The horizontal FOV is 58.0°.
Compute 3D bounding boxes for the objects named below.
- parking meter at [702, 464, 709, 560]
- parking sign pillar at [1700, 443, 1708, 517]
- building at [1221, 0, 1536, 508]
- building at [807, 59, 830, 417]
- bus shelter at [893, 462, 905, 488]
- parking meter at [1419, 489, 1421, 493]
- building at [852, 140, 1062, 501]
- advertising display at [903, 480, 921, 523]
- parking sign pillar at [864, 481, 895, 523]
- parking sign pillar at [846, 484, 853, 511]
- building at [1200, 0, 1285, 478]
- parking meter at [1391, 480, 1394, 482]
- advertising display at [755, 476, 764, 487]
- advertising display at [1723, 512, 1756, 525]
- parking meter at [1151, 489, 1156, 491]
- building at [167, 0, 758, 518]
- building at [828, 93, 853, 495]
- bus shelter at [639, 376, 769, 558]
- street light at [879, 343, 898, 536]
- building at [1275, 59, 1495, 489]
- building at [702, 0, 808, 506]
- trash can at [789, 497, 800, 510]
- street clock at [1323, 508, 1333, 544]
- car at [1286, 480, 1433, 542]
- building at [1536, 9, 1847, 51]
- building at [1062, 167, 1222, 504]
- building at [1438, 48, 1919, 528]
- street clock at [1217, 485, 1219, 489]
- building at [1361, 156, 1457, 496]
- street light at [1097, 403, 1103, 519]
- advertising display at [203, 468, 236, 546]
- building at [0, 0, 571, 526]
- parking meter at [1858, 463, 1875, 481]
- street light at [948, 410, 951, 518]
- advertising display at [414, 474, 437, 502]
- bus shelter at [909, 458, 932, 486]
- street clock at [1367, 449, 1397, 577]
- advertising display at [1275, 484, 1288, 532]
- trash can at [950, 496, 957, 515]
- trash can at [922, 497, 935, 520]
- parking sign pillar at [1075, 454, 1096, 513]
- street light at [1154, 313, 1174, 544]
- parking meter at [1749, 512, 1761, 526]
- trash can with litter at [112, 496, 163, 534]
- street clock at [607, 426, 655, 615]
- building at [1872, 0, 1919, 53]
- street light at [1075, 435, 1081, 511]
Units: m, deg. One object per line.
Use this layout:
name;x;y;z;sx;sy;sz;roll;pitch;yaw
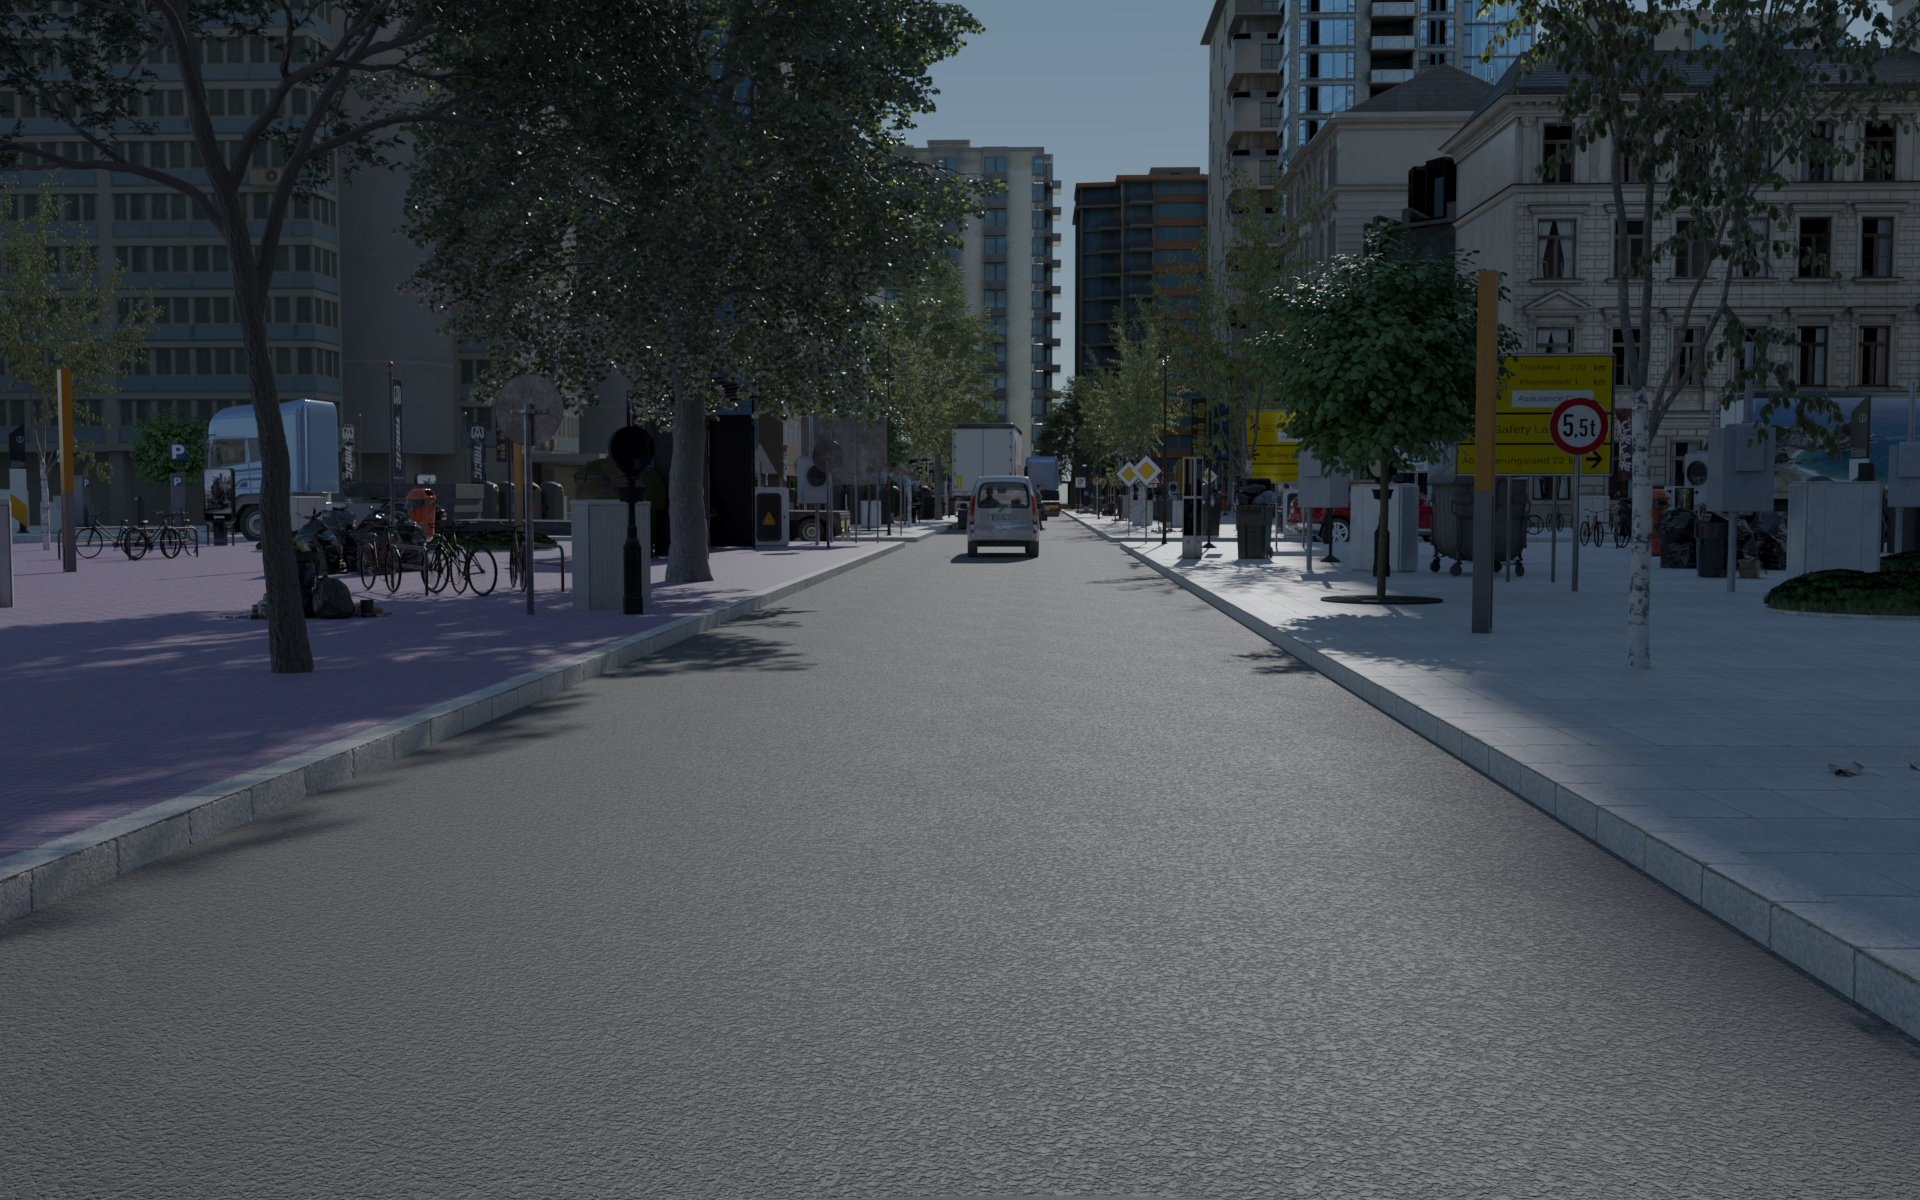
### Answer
parking meter;-5.126;-1.720;33.829;0.399;1.863;0.255;2;4;29
parking sign pillar;27.483;-4.553;62.910;1.447;3.967;1.447;-2;4;-32
building;35.018;-50.849;144.056;22.319;86.520;31.000;0;4;2
building;-19.037;-28.504;149.636;14.154;41.232;14.086;0;4;2
bus shelter;-4.263;-6.424;96.314;1.731;3.624;6.357;0;4;3
parking meter;19.738;-4.064;74.857;0.372;1.533;0.369;0;3;0
building;-1.518;-37.747;236.773;30.456;49.044;23.786;0;4;2
advertising display;-2.126;-4.380;76.830;0.974;1.923;0.123;-3;5;-41
parking sign pillar;-3.591;-5.346;75.873;1.447;3.967;1.447;1;4;14
parking sign pillar;-6.935;-7.595;112.656;1.447;3.967;1.447;-2;4;-27
building;39.666;-35.772;174.111;28.713;52.752;27.495;0;4;2
parking meter;15.135;-3.395;61.220;0.399;1.863;0.255;2;4;34
advertising display;-7.385;-3.580;63.741;0.123;1.923;0.974;1;4;9
advertising display;17.234;-2.046;38.660;0.974;1.923;0.123;2;4;35
parking meter;12.901;-6.706;115.360;0.399;1.863;0.255;0;4;-5
building;-30.184;-25.841;114.383;32.217;40.220;23.993;0;4;2
building;-22.256;-45.340;179.561;20.611;71.187;20.563;0;4;2
bus shelter;-5.442;-2.838;37.676;1.731;3.624;6.357;0;4;2
street light;-2.191;-4.925;53.311;0.468;5.910;1.993;0;4;2
building;29.175;-20.003;114.442;14.401;28.519;23.554;0;4;2
building;-19.769;-29.682;135.413;14.600;45.320;14.200;0;4;2
trash can;-8.543;-4.634;87.425;0.748;1.137;0.748;0;3;0
street clock;9.443;-2.435;44.380;0.471;2.002;0.358;2;4;31
car;11.660;-2.380;47.590;5.304;1.827;2.281;0;4;0
building;71.112;-33.946;174.622;30.456;49.044;23.786;0;4;2
building;28.097;-35.480;234.714;28.867;44.769;22.147;0;4;2
building;30.204;-12.570;70.141;19.286;19.102;10.561;0;4;2
street clock;18.022;-7.156;121.575;0.358;2.002;0.471;0;4;-2
building;30.145;-13.839;93.718;16.820;18.784;16.811;0;4;2
street light;7.041;-7.032;87.759;0.468;5.910;1.993;0;4;2
advertising display;-18.392;-2.313;43.030;0.974;1.923;0.123;2;4;24
building;-31.181;-23.659;78.699;32.217;40.220;23.993;0;4;2
parking meter;17.005;-1.641;32.537;0.255;1.863;0.399;2;4;33
street light;-0.585;-7.342;92.823;0.468;5.910;1.993;0;4;2
advertising display;-17.270;-3.107;56.018;0.123;1.923;0.974;1;4;22
bus shelter;-2.911;-7.554;114.784;1.731;3.624;6.357;0;4;3
street clock;6.544;-1.361;26.829;0.358;2.002;0.471;-2;4;-32
advertising display;10.961;-3.297;59.115;0.123;1.923;0.974;-1;4;-8
trash can;-0.492;-5.681;104.542;0.748;1.137;0.748;0;3;0
trash can;-1.524;-4.555;86.120;0.748;1.137;0.748;0;3;0
parking sign pillar;8.419;-7.761;115.368;1.447;3.967;1.447;0;4;4
street light;5.242;-4.372;44.263;0.468;5.910;1.993;0;4;2
parking meter;19.030;-2.012;41.300;0.372;1.533;0.369;0;3;0
trash can with litter;-26.922;-2.778;56.483;1.678;1.210;2.233;-1;4;-16
street clock;-3.499;-0.850;18.475;0.471;2.002;0.358;-1;4;-20
building;52.109;-17.317;70.518;23.554;28.519;14.401;0;4;2
street light;8.672;-9.432;126.997;0.468;5.910;1.993;0;4;2
